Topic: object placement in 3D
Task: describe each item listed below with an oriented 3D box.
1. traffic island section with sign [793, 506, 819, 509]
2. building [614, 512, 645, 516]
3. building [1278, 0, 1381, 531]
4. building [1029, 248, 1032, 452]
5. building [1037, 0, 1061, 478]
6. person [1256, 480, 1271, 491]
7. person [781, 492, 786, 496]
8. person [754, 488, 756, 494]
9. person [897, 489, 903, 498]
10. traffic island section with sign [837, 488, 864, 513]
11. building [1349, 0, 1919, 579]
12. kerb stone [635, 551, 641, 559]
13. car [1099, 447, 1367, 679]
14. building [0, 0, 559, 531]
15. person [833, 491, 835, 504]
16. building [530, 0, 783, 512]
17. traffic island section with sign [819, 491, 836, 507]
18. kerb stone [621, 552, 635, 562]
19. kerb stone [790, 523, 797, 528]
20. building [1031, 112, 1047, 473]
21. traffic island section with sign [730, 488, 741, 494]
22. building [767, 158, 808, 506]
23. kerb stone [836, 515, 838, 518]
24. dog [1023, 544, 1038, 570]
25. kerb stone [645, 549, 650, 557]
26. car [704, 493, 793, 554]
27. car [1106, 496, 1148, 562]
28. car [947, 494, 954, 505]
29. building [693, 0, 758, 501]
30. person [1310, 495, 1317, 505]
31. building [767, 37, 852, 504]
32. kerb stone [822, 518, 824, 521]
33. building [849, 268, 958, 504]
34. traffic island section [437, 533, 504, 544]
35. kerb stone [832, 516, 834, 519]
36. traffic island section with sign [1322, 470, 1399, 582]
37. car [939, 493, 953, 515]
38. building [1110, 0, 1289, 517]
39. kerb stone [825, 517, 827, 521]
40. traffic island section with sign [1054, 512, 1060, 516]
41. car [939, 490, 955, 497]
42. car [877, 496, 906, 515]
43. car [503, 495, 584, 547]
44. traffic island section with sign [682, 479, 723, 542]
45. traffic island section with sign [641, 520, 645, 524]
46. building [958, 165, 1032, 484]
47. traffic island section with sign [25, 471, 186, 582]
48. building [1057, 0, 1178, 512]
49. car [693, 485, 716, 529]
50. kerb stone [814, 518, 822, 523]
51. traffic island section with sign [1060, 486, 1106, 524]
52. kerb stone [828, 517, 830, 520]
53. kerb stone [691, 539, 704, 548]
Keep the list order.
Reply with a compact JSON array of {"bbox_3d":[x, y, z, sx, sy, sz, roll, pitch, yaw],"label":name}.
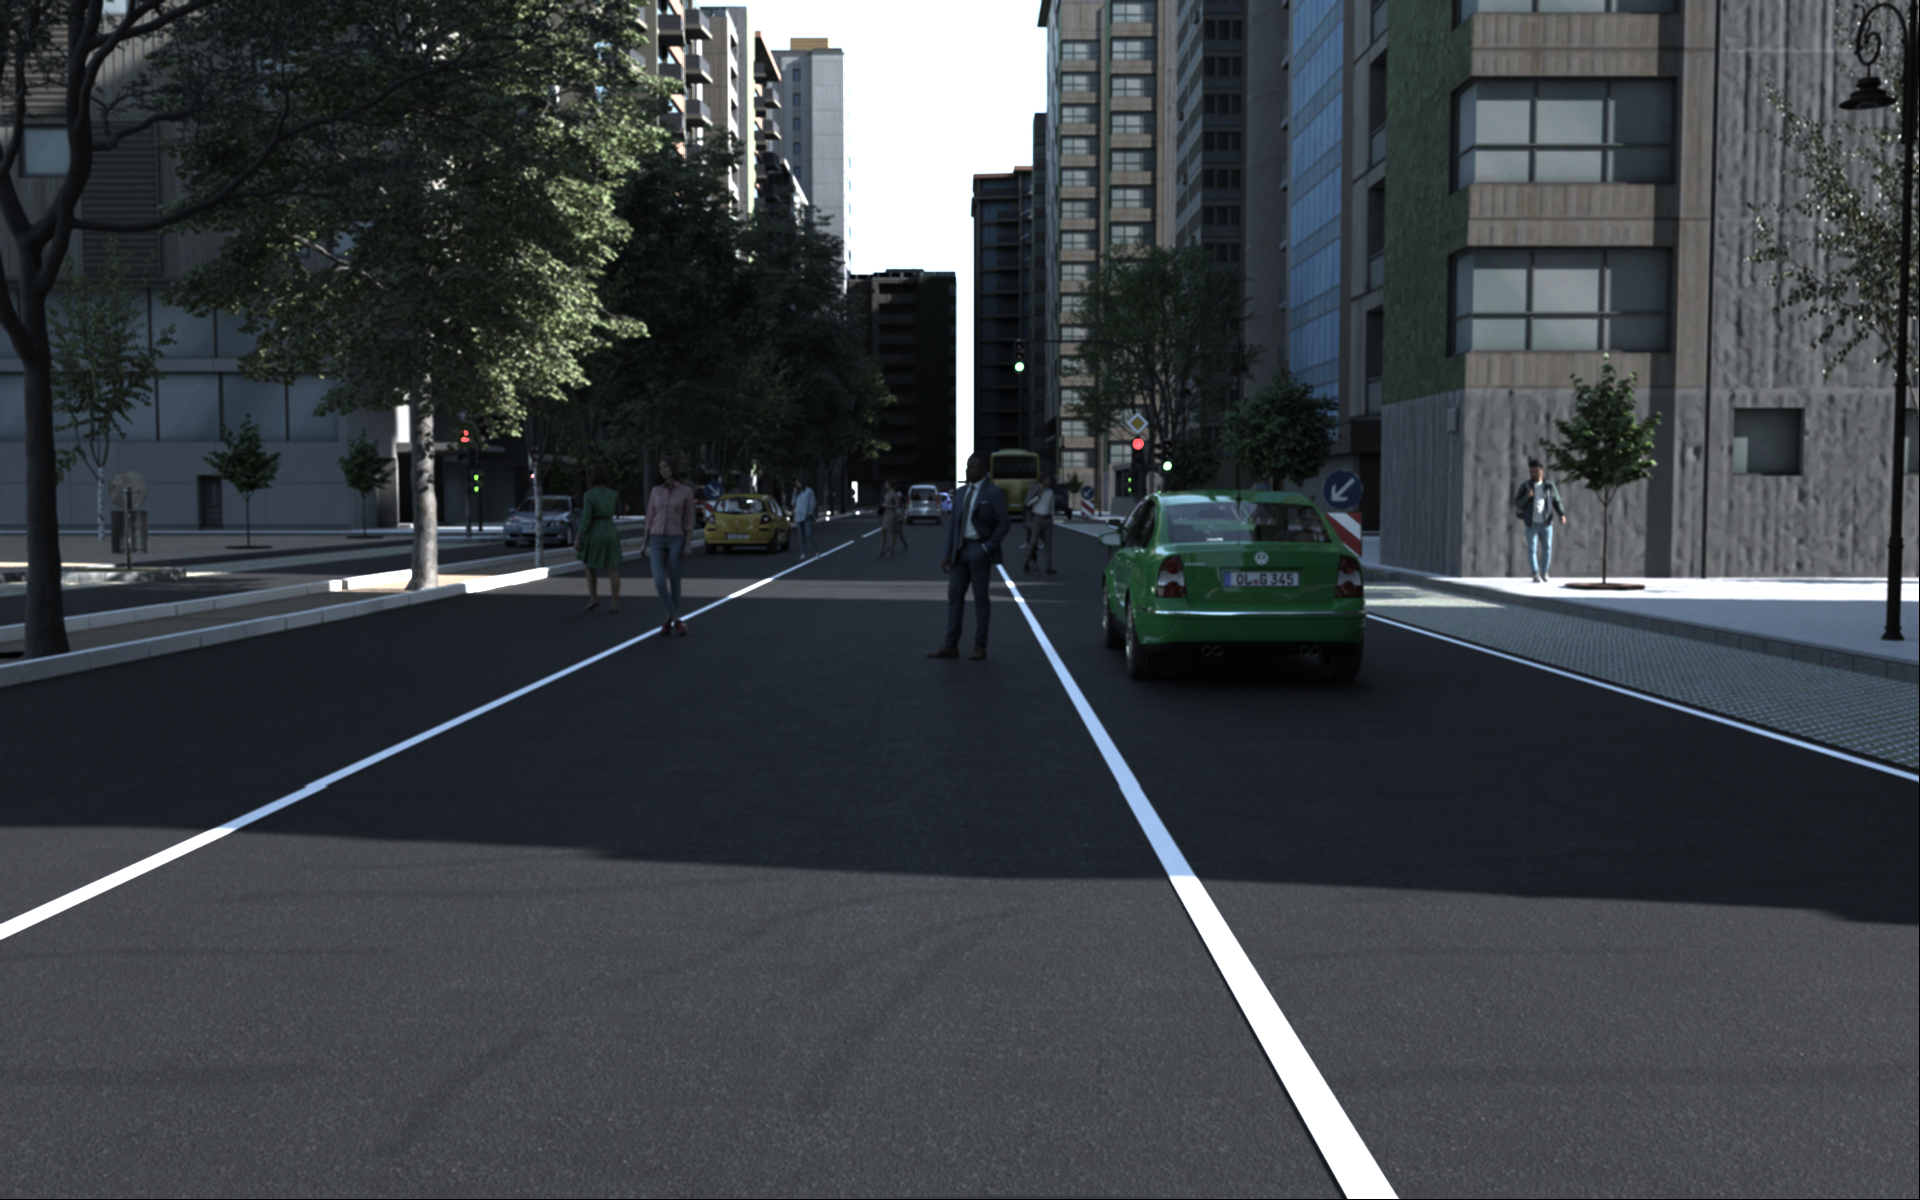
[{"bbox_3d":[-14.460,-9.324,161.078,1.989,1.847,2.006,0,3,0],"label":"traffic island section with sign"},{"bbox_3d":[-28.237,-28.059,113.390,22.147,44.769,28.867,0,3,0],"label":"building"},{"bbox_3d":[20.428,-25.370,64.915,14.200,45.320,14.600,0,3,0],"label":"building"},{"bbox_3d":[15.029,-26.389,203.165,14.160,30.474,14.107,0,3,0],"label":"building"},{"bbox_3d":[22.357,-35.379,167.678,28.713,52.752,27.495,0,3,0],"label":"building"},{"bbox_3d":[8.254,-2.514,47.174,0.654,1.822,0.581,-3,5,-40],"label":"person"},{"bbox_3d":[-16.825,-9.786,165.916,0.599,1.838,0.709,0,4,-5],"label":"person"},{"bbox_3d":[-16.663,-8.208,139.873,0.705,1.869,1.348,1,4,12],"label":"person"},{"bbox_3d":[-5.122,-8.516,147.598,0.709,1.838,0.599,1,4,18],"label":"person"},{"bbox_3d":[-8.435,-7.701,134.040,2.006,1.907,1.989,0,3,0],"label":"traffic island section with sign"},{"bbox_3d":[14.660,-21.311,32.027,14.154,41.232,14.086,0,3,0],"label":"building"},{"bbox_3d":[-7.195,-0.980,38.233,0.120,0.150,1.000,0,3,0],"label":"kerb stone"},{"bbox_3d":[2.206,-0.365,14.771,1.959,1.807,4.718,0,4,1],"label":"car"},{"bbox_3d":[-32.391,-29.466,71.001,28.713,52.752,27.495,0,3,0],"label":"building"},{"bbox_3d":[-14.634,-11.664,199.070,0.599,1.838,0.709,3,5,43],"label":"person"},{"bbox_3d":[-28.495,-31.042,162.155,22.147,44.769,28.867,0,3,0],"label":"building"},{"bbox_3d":[-14.515,-10.998,188.447,1.989,1.847,2.006,0,3,0],"label":"traffic island section with sign"},{"bbox_3d":[-7.185,-0.914,37.212,0.120,0.150,1.000,0,3,0],"label":"kerb stone"},{"bbox_3d":[-7.270,-3.269,75.645,0.120,0.150,1.000,0,3,0],"label":"kerb stone"},{"bbox_3d":[14.759,-30.897,188.765,14.154,41.232,14.086,0,3,0],"label":"building"},{"bbox_3d":[-14.349,-6.249,110.792,1.989,1.847,2.006,0,3,0],"label":"traffic island section with sign"},{"bbox_3d":[-29.507,-30.706,193.919,23.993,40.220,32.217,0,3,0],"label":"building"},{"bbox_3d":[-7.320,-4.772,100.232,0.120,0.150,1.000,0,3,0],"label":"kerb stone"},{"bbox_3d":[1.334,-0.821,32.710,0.406,0.507,0.540,-1,4,-21],"label":"dog"},{"bbox_3d":[-7.191,-1.043,39.255,0.120,0.150,1.000,0,3,0],"label":"kerb stone"},{"bbox_3d":[-5.202,-1.991,42.773,2.015,1.641,3.980,0,4,1],"label":"car"},{"bbox_3d":[3.247,-0.815,25.116,2.131,1.459,4.920,0,4,-1],"label":"car"},{"bbox_3d":[-1.172,-8.605,152.692,2.014,1.417,4.499,0,4,0],"label":"car"},{"bbox_3d":[-24.378,-27.966,140.835,14.154,41.232,14.086,0,3,0],"label":"building"},{"bbox_3d":[11.878,-2.909,58.288,0.332,1.250,0.352,1,4,10],"label":"person"},{"bbox_3d":[-28.437,-41.912,227.253,28.212,58.520,21.231,0,3,0],"label":"building"},{"bbox_3d":[-7.300,-4.146,89.990,0.120,0.150,1.000,0,3,0],"label":"kerb stone"},{"bbox_3d":[-7.270,-27.707,224.716,14.107,30.474,14.160,0,3,0],"label":"building"},{"bbox_3d":[-14.553,-1.772,51.247,2.009,0.180,2.903,0,3,0],"label":"traffic island section"},{"bbox_3d":[-7.308,-4.584,97.162,0.120,0.150,1.000,0,3,0],"label":"kerb stone"},{"bbox_3d":[6.136,-1.249,29.049,1.989,1.847,2.006,0,3,0],"label":"traffic island section with sign"},{"bbox_3d":[-1.466,-6.891,122.253,1.945,1.707,3.694,0,4,-2],"label":"car"},{"bbox_3d":[25.493,-24.957,99.922,32.217,40.220,23.993,0,3,0],"label":"building"},{"bbox_3d":[-7.303,-4.272,92.038,0.120,0.150,1.000,0,3,0],"label":"kerb stone"},{"bbox_3d":[5.971,-6.254,110.882,1.989,1.847,2.006,0,3,0],"label":"traffic island section with sign"},{"bbox_3d":[-1.339,-10.079,173.462,2.281,1.827,5.304,0,4,2],"label":"car"},{"bbox_3d":[-4.707,-6.477,118.480,1.945,1.354,3.894,0,4,1],"label":"car"},{"bbox_3d":[-11.515,-2.237,48.582,2.014,1.417,4.499,0,4,-1],"label":"car"},{"bbox_3d":[-8.263,-2.652,51.494,2.006,1.907,1.989,0,3,0],"label":"traffic island section with sign"},{"bbox_3d":[-14.289,-4.600,83.837,1.989,1.847,2.006,0,3,0],"label":"traffic island section with sign"},{"bbox_3d":[14.209,-35.101,228.531,28.867,44.769,22.147,0,3,0],"label":"building"},{"bbox_3d":[-14.175,-1.247,29.009,1.989,1.847,2.006,0,3,0],"label":"traffic island section with sign"},{"bbox_3d":[15.161,-28.359,147.264,14.154,41.232,14.086,0,3,0],"label":"building"},{"bbox_3d":[-11.189,-3.842,71.484,2.281,1.827,5.304,0,4,-1],"label":"car"},{"bbox_3d":[-7.295,-4.084,88.968,0.120,0.150,1.000,0,3,0],"label":"kerb stone"},{"bbox_3d":[6.021,-4.605,83.927,1.989,1.847,2.006,0,3,0],"label":"traffic island section with sign"},{"bbox_3d":[-7.311,-4.397,94.082,0.120,0.150,1.000,0,3,0],"label":"kerb stone"},{"bbox_3d":[-7.211,-1.545,47.452,0.120,0.150,1.000,0,3,0],"label":"kerb stone"}]
